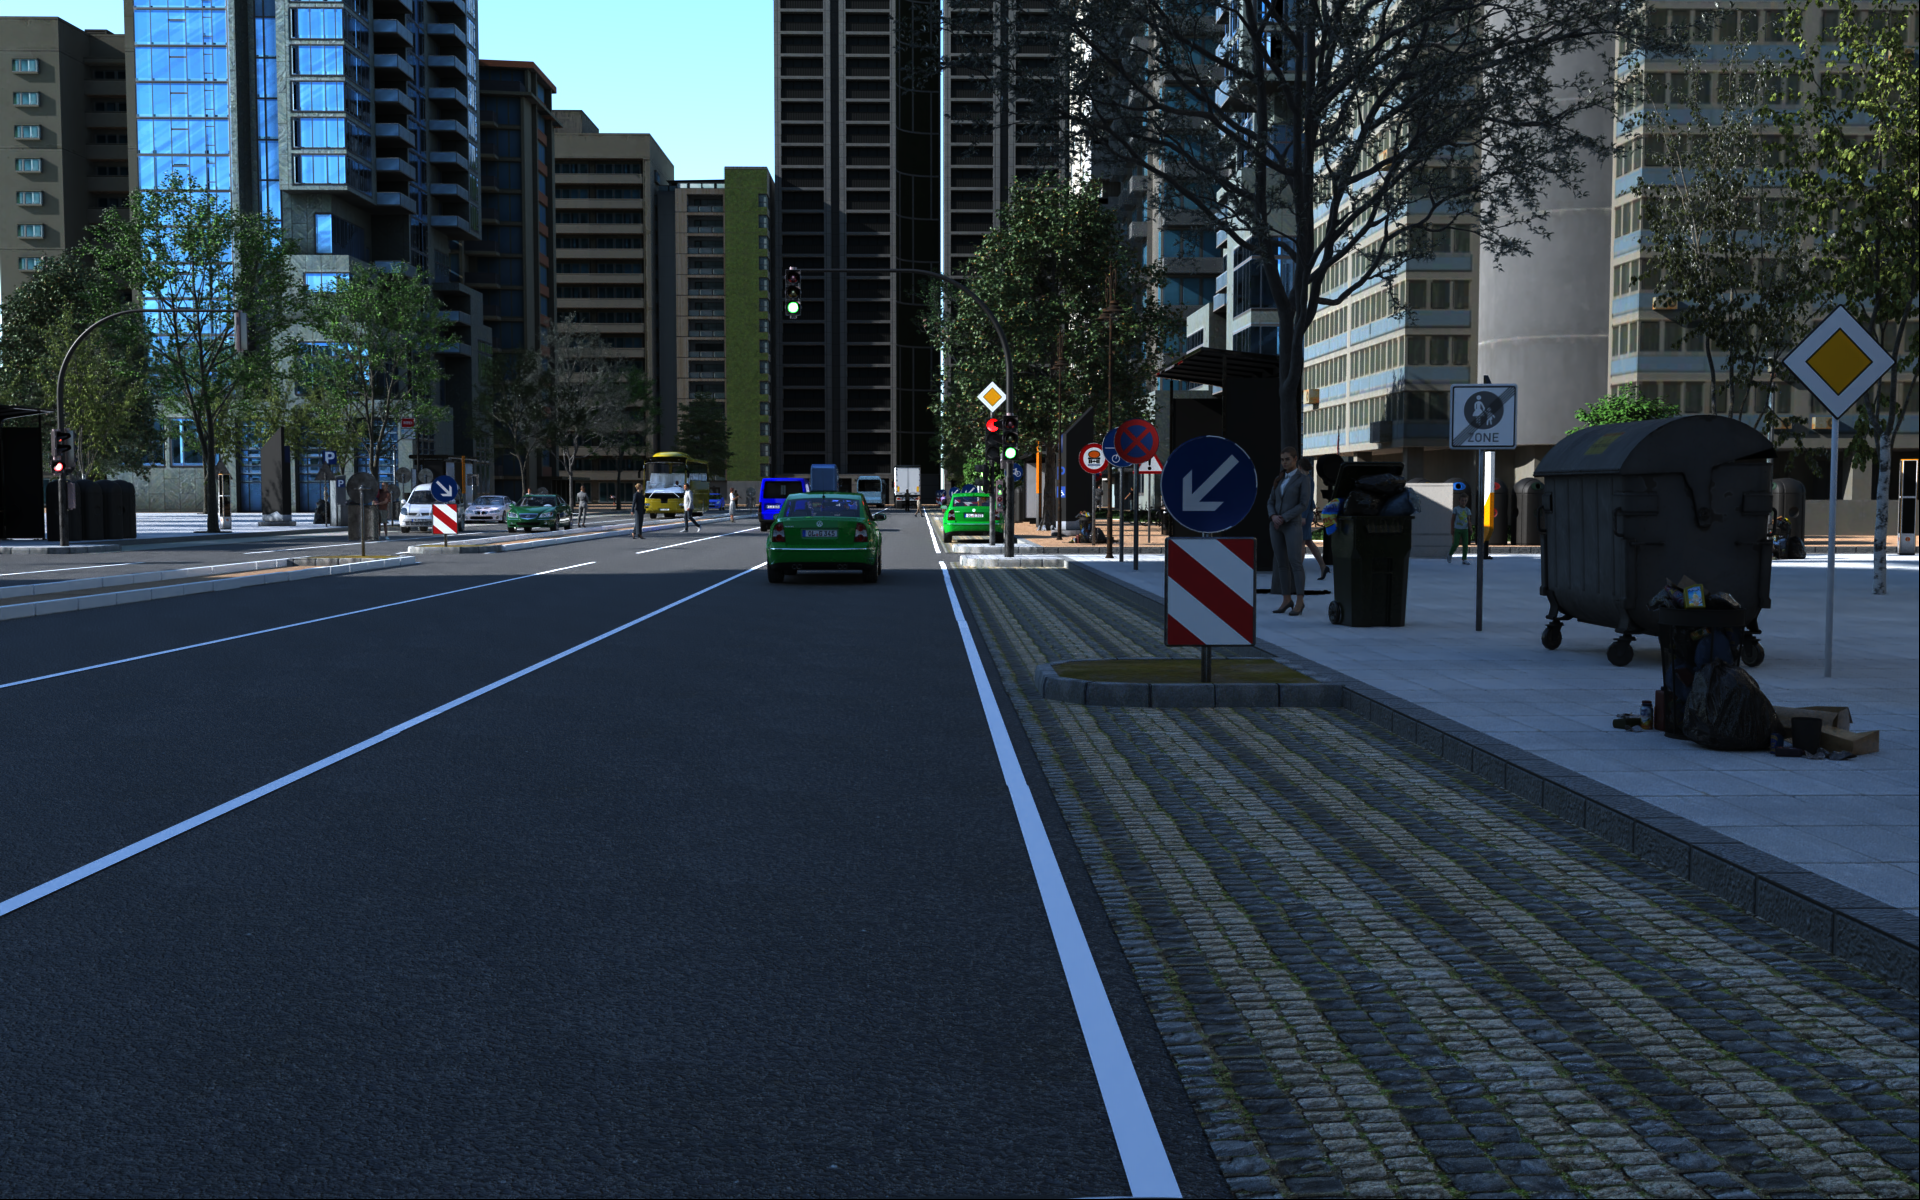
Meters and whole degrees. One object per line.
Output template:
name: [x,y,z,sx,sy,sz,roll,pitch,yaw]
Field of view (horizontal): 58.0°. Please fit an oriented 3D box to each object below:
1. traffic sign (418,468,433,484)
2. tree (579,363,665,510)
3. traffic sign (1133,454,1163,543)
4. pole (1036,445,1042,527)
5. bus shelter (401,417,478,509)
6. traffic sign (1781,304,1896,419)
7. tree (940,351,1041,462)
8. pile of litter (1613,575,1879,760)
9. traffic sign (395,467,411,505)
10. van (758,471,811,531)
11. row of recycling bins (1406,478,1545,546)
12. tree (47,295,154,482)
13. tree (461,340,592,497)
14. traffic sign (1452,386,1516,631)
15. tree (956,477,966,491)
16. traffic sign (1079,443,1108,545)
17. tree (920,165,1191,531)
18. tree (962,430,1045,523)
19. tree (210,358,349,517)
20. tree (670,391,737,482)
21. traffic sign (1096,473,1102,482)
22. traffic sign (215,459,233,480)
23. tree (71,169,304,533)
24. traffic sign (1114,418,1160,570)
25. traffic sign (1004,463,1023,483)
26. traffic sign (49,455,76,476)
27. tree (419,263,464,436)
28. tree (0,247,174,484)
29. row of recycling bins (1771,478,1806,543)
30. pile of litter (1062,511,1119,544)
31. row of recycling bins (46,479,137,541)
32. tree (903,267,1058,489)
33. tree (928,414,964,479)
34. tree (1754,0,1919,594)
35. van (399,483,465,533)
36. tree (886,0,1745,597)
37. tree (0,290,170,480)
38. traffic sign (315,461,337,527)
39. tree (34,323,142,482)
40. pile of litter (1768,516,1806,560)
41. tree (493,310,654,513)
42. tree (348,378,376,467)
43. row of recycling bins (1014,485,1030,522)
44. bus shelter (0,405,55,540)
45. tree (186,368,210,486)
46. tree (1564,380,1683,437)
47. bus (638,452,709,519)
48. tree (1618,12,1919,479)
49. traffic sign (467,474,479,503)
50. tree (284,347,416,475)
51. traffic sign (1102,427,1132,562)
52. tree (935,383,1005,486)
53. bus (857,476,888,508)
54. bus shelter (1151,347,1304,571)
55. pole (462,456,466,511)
traffic sign: [-26.331,-5.214,85.348,0.768,2.556,0.104,0,4,7]
tree: [-26.887,-12.909,136.813,9.928,11.665,9.643,0,3,0]
traffic sign: [4.970,-2.780,45.462,0.884,2.594,0.081,0,4,2]
pole: [3.042,-4.453,66.651,0.158,3.312,0.155,0,3,0]
bus shelter: [-28.228,-7.081,93.401,2.179,5.291,8.768,0,4,-1]
traffic sign: [6.114,-0.754,12.062,0.795,2.593,0.064,0,3,0]
tree: [2.550,-10.341,103.490,8.767,10.594,7.601,0,4,5]
pile of litter: [4.134,0.292,9.187,1.176,0.858,1.719,0,4,8]
traffic sign: [-26.402,-5.019,82.159,0.768,2.556,0.104,0,4,1]
van: [-6.805,-3.901,68.173,2.240,2.365,5.245,0,4,-2]
row of recycling bins: [12.910,-2.233,43.620,3.534,1.692,1.069,0,4,7]
tree: [-32.805,-7.027,65.251,4.737,8.622,4.395,0,3,0]
tree: [-26.162,-10.390,104.284,8.767,10.594,7.601,0,3,0]
traffic sign: [4.859,-0.857,16.149,0.606,2.300,0.079,0,4,5]
tree: [0.648,-10.633,168.457,1.663,3.219,1.824,0,3,0]
traffic sign: [3.337,-2.634,43.172,0.768,2.556,0.104,0,4,1]
tree: [3.189,-8.777,60.516,9.611,12.733,9.660,0,3,0]
tree: [2.137,-5.731,77.408,4.285,4.588,4.351,0,3,0]
tree: [-35.659,-8.590,90.810,4.737,8.622,4.395,0,3,0]
tree: [-28.101,-16.634,190.099,7.486,12.596,7.792,0,3,0]
traffic sign: [5.695,-4.525,74.082,0.768,2.556,0.104,0,4,6]
traffic sign: [-27.079,-3.881,63.459,0.884,2.594,0.081,0,4,1]
tree: [-24.920,-8.028,57.016,9.928,11.665,9.643,0,3,0]
traffic sign: [2.981,-1.784,29.272,0.768,2.556,0.104,0,4,7]
traffic sign: [2.176,-4.301,70.425,0.768,2.556,0.104,0,4,0]
traffic sign: [-25.555,-3.011,49.329,0.768,2.556,0.104,0,4,3]
tree: [-25.914,-9.224,76.562,9.928,11.665,9.643,0,3,0]
tree: [-41.484,-10.012,80.699,9.611,12.733,9.660,0,3,0]
row of recycling bins: [21.380,-2.332,45.240,1.069,1.692,3.534,1,4,17]
pile of litter: [3.446,-1.914,45.255,1.176,0.858,1.719,-2,4,-32]
row of recycling bins: [-24.354,-2.545,48.718,1.069,1.692,3.534,0,4,5]
tree: [2.566,-17.015,134.082,12.611,20.169,13.585,0,3,0]
tree: [0.117,-16.270,191.768,9.928,11.665,9.643,0,3,0]
tree: [12.024,-4.379,21.961,4.737,8.622,4.395,0,3,0]
van: [-19.920,-3.572,65.411,2.013,2.044,4.112,0,4,-3]
tree: [4.234,-6.812,21.738,12.009,13.543,11.850,0,3,0]
tree: [-50.242,-11.743,98.656,9.857,13.997,8.962,0,3,0]
traffic sign: [-24.902,-4.159,68.001,0.884,2.594,0.081,0,4,-1]
tree: [-36.173,-7.416,71.621,4.360,8.622,3.978,0,3,0]
pile of litter: [15.983,-1.243,34.287,1.719,0.858,1.176,-1,4,-9]
tree: [-26.225,-12.593,116.272,12.009,13.543,11.850,0,3,0]
tree: [-35.551,-9.063,98.537,4.737,8.622,4.395,0,3,0]
row of recycling bins: [3.166,-4.555,81.585,1.069,1.692,3.534,1,4,11]
bus shelter: [-26.027,-3.305,45.319,1.731,3.624,6.357,0,4,-1]
tree: [-41.270,-8.956,96.785,4.737,8.622,4.395,0,3,0]
tree: [19.261,-4.065,50.179,4.285,4.588,4.351,0,3,0]
bus: [-17.028,-6.899,104.351,2.896,3.916,12.252,0,4,-2]
tree: [12.110,-4.682,26.918,4.360,8.622,3.978,0,3,0]
traffic sign: [-24.801,-5.264,88.200,0.606,2.300,0.079,0,4,6]
tree: [-38.185,-10.556,107.000,7.601,10.594,8.767,2,4,25]
traffic sign: [3.063,-1.998,32.772,0.768,2.556,0.104,0,4,1]
tree: [1.608,-14.598,156.811,7.486,12.596,7.792,0,3,0]
bus: [-9.270,-11.463,182.273,2.948,3.499,13.247,0,4,-1]
bus shelter: [4.645,-2.417,30.802,1.731,3.624,6.357,0,4,-1]
pole: [-26.303,-5.993,91.823,0.158,3.312,0.155,0,3,0]
